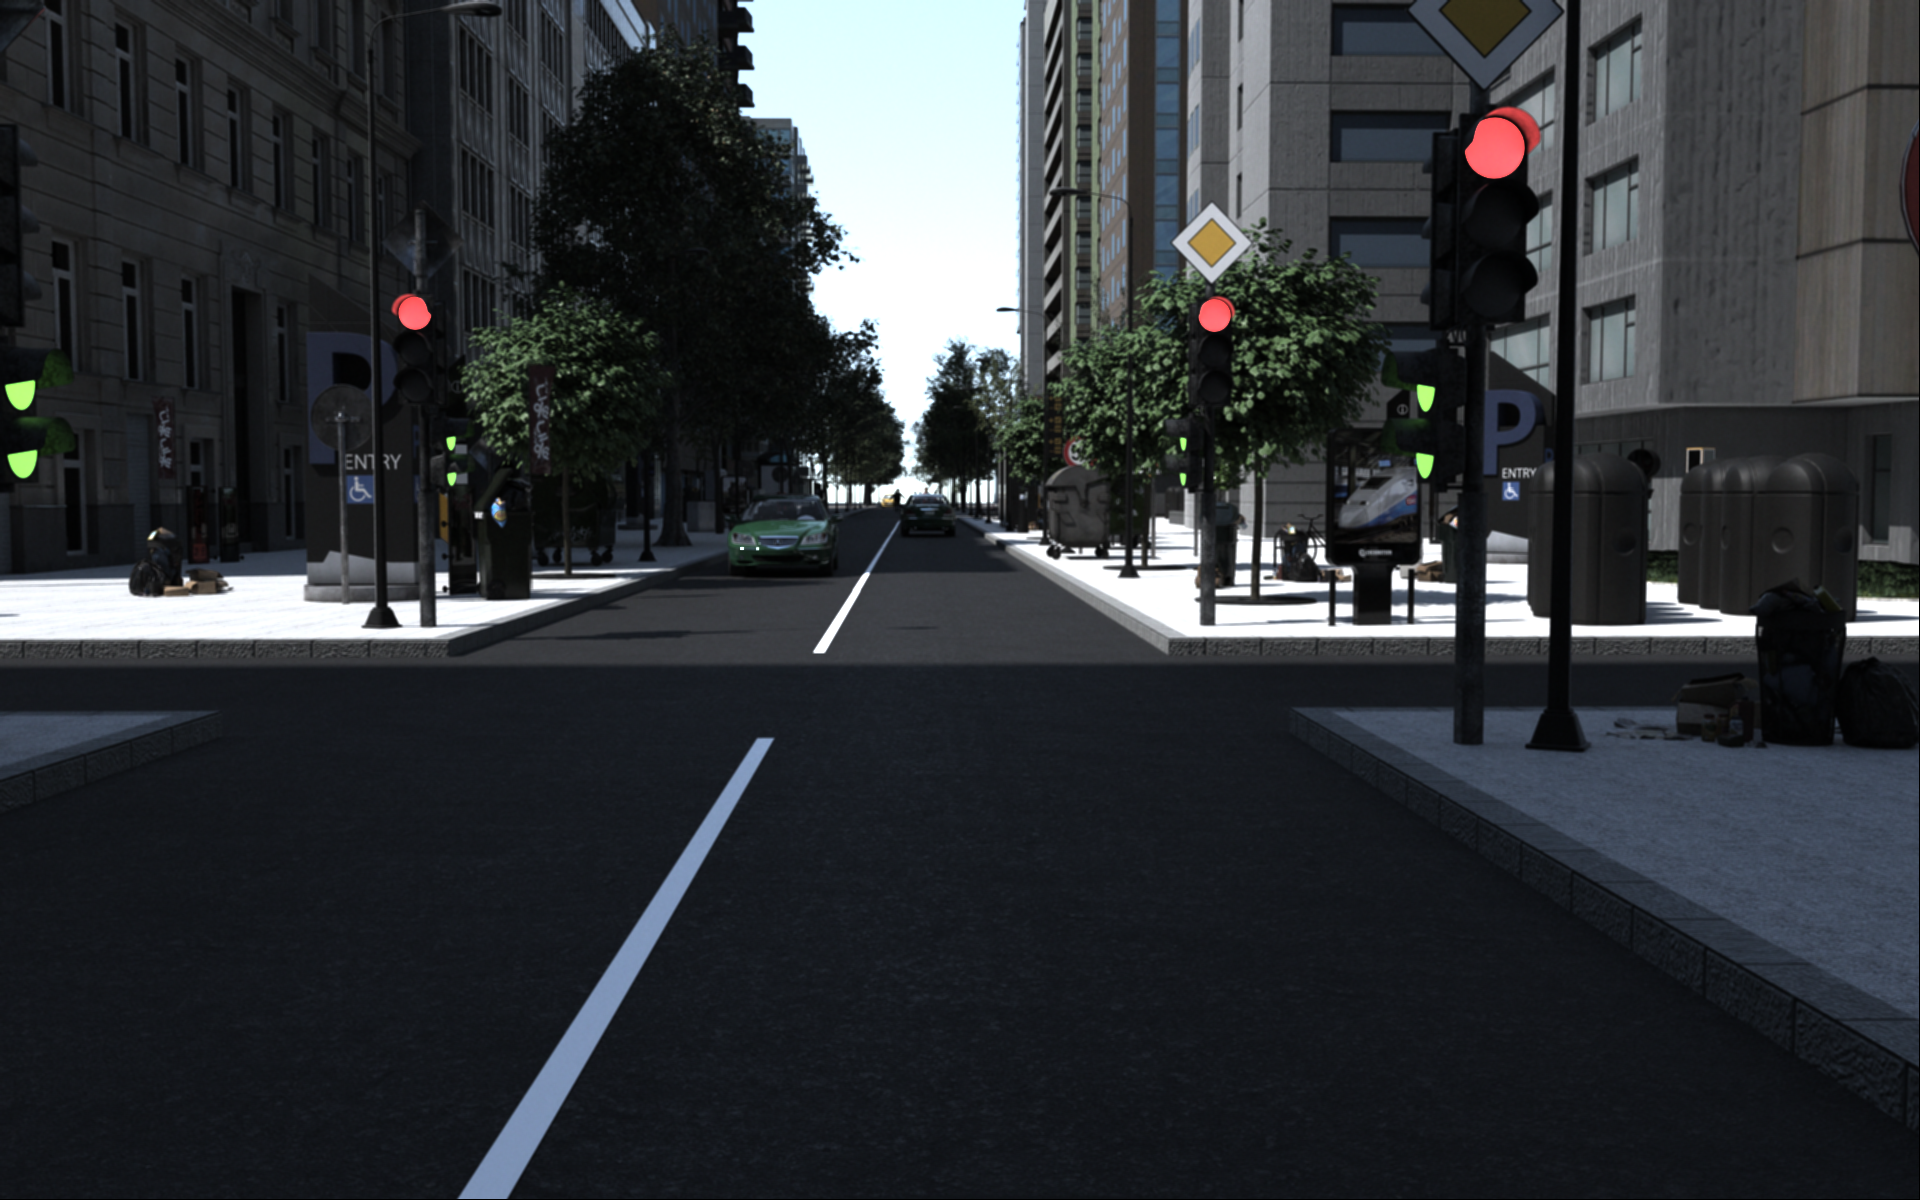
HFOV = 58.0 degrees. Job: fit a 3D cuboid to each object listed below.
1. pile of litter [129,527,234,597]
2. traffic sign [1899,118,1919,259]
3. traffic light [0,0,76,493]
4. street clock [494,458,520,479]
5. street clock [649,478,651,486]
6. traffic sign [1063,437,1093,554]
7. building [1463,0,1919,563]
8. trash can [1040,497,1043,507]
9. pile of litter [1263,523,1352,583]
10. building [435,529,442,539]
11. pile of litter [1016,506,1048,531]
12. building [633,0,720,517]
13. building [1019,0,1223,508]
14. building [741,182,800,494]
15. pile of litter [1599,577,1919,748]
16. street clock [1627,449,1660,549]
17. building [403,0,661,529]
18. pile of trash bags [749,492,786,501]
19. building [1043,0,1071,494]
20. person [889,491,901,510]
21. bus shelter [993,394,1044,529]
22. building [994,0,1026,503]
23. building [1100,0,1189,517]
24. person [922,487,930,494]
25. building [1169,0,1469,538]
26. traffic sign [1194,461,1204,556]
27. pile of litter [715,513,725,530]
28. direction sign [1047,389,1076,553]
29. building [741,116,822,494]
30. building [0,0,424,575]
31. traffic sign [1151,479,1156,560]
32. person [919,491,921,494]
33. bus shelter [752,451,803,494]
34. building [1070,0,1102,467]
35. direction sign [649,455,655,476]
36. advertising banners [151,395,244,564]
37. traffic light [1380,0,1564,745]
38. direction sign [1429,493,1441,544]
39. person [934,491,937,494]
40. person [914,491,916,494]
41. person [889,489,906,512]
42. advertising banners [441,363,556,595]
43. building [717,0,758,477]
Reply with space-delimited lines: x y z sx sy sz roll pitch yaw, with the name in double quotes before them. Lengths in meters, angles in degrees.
"pile of litter" -10.009 -0.515 22.387 1.176 0.858 1.719 1 4 19
"traffic sign" 3.079 -0.302 5.038 0.768 2.556 0.104 0 4 3
"traffic light" -4.908 -1.204 8.604 0.839 4.253 0.868 0 4 -1
"street clock" -9.168 -1.868 35.110 0.471 2.002 0.358 1 4 16
"street clock" -12.307 -3.852 67.552 0.471 2.002 0.358 1 4 13
"traffic sign" 2.583 -2.256 36.990 0.768 2.556 0.104 0 4 4
"building" 19.132 -21.425 33.889 14.086 41.232 14.154 0 4 -1
"trash can" 3.598 -4.107 78.803 0.748 1.137 0.748 0 3 0
"pile of litter" 5.154 -0.721 25.756 1.176 0.858 1.719 0 4 -6
"building" -20.703 -14.731 58.882 12.078 24.808 19.932 0 4 -1
"pile of litter" 2.795 -2.902 61.406 1.719 0.858 1.176 0 4 -4
"building" -23.372 -28.268 112.292 14.600 45.320 14.200 0 4 -1
"building" 17.581 -40.565 205.241 21.231 58.520 28.212 0 4 -1
"building" -34.406 -30.721 194.166 32.217 40.220 23.993 0 4 -1
"pile of litter" 4.330 0.292 9.185 1.719 0.858 1.176 2 4 24
"street clock" 10.940 -1.420 27.785 0.471 2.002 0.358 3 5 44
"building" -21.227 -15.948 78.770 12.078 24.808 19.932 0 4 -1
"pile of trash bags" -7.497 -3.652 69.456 1.912 1.369 3.447 -1 4 -21
"building" 18.589 -32.136 149.125 21.300 48.544 21.600 0 4 -1
"person" -5.906 -9.093 157.695 1.217 1.766 0.721 -1 4 -23
"bus shelter" 2.436 -5.505 67.642 2.179 5.291 8.768 0 4 -2
"building" 16.453 -56.361 234.170 22.319 86.520 31.000 0 4 -1
"building" 16.015 -27.695 102.924 14.600 45.320 14.200 0 4 -1
"person" -1.886 -5.409 96.878 1.348 1.831 0.705 0 4 -4
"building" 18.972 -31.842 62.620 21.231 58.520 28.212 0 4 -1
"traffic sign" 4.853 -2.167 35.544 0.768 2.556 0.104 0 4 2
"pile of litter" -9.129 -2.963 62.405 1.176 0.858 1.719 2 4 34
"direction sign" 2.322 -2.782 37.488 0.876 3.537 0.379 0 4 -4
"building" -30.088 -36.844 222.009 23.786 49.044 30.456 0 4 -1
"building" -20.846 -14.621 36.317 12.463 27.353 25.104 0 4 -1
"traffic sign" 3.787 -2.064 33.858 0.768 2.556 0.104 0 4 6
"person" -4.588 -11.707 200.638 1.217 1.736 0.721 0 4 -6
"bus shelter" -8.794 -5.504 83.910 2.014 3.302 5.546 0 4 -1
"building" 15.240 -27.392 131.449 14.154 41.232 14.086 0 4 -1
"direction sign" -13.641 -5.072 74.928 0.876 3.537 0.379 -1 4 -8
"advertising banners" -13.972 -2.176 31.763 0.090 3.025 2.074 1 4 21
"traffic light" 2.600 -1.216 8.809 0.839 4.253 0.868 0 4 -1
"direction sign" 12.228 -3.202 44.354 0.379 3.537 0.876 1 4 12
"person" -2.049 -8.213 143.718 0.436 1.711 0.756 3 4 39
"person" -6.005 -13.580 230.557 0.705 1.821 1.348 1 4 10
"person" -4.876 -7.829 136.139 1.348 1.869 0.705 0 4 5
"advertising banners" -6.010 -1.625 22.751 0.090 3.025 2.074 2 4 30
"building" -27.591 -29.337 134.290 22.147 44.769 28.867 0 4 -1
